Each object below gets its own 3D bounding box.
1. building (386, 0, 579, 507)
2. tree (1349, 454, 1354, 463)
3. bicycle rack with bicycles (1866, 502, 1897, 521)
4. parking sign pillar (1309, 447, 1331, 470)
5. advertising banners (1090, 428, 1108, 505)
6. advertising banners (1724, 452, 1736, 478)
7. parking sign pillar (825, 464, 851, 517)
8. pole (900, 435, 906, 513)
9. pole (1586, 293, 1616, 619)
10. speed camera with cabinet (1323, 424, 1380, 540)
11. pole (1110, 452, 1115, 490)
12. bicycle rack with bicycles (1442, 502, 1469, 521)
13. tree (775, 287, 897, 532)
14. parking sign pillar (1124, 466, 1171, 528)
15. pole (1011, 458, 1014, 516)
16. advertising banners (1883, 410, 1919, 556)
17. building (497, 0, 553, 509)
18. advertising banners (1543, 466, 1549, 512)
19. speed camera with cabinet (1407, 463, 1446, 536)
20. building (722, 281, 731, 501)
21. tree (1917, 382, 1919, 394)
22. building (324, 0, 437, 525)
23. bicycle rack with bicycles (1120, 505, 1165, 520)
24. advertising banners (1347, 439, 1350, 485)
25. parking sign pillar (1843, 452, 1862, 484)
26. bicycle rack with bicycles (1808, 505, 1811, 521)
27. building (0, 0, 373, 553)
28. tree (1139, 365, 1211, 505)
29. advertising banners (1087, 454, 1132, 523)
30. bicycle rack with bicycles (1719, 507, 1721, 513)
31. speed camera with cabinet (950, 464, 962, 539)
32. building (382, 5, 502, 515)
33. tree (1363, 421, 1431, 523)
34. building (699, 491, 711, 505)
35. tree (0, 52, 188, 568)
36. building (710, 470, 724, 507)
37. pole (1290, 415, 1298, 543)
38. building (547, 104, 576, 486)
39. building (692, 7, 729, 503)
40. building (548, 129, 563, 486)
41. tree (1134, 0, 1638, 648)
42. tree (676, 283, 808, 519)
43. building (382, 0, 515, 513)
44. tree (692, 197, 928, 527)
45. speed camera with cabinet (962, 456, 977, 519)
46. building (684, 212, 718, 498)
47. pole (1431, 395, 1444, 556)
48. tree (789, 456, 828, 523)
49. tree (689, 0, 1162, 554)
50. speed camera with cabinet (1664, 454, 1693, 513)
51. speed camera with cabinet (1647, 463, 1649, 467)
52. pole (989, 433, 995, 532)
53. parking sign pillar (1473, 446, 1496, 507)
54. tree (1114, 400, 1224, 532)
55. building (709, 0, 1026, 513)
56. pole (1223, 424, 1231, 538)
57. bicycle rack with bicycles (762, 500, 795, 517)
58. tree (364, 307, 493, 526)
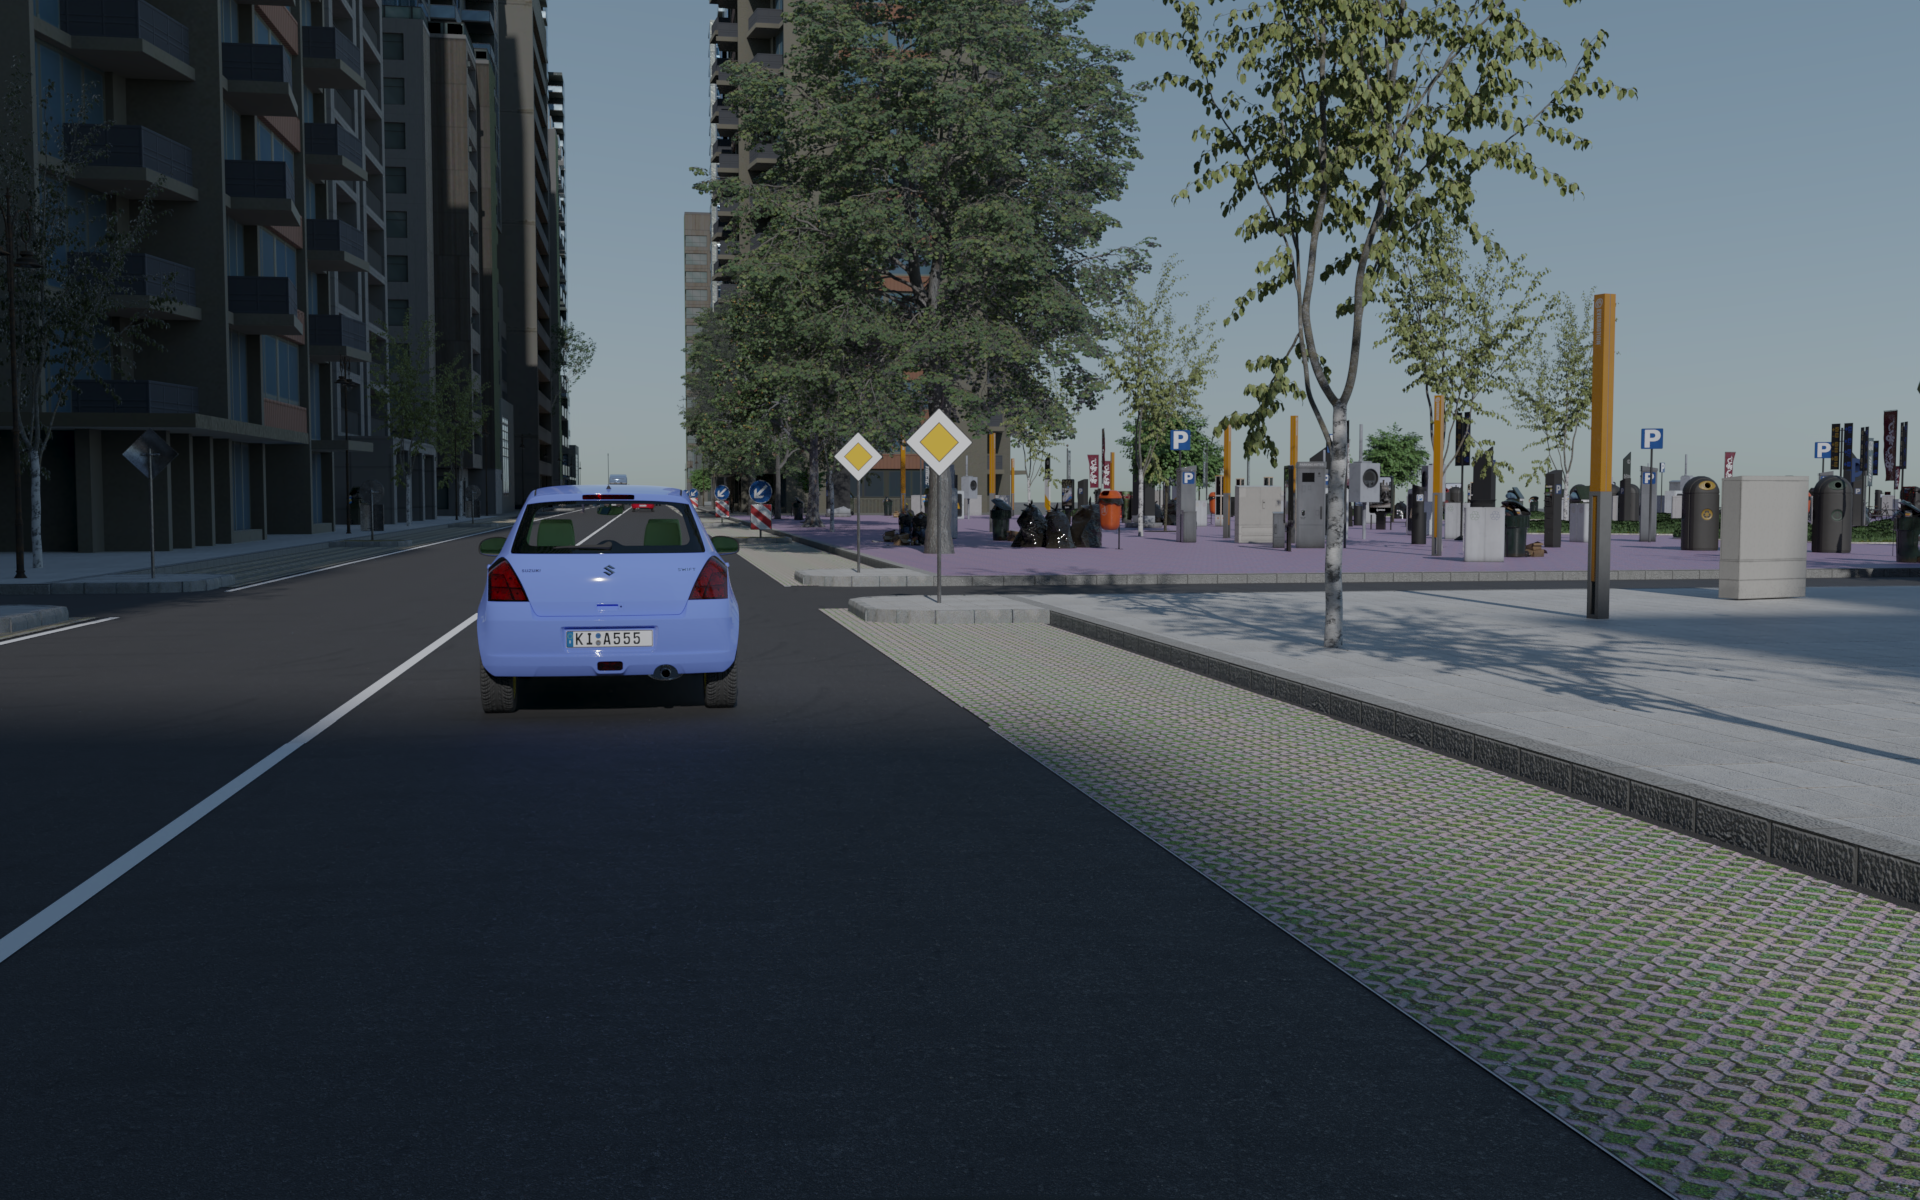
[{"bbox_3d":[-63.928,-56.554,237.322,22.319,86.520,31.000,-1,4,-10],"label":"building"},{"bbox_3d":[18.505,-5.384,82.636,1.663,3.219,1.824,0,3,0],"label":"tree"},{"bbox_3d":[40.053,-3.858,76.461,2.925,0.926,2.852,0,4,0],"label":"bicycle rack with bicycles"},{"bbox_3d":[18.496,-6.108,88.336,1.447,3.967,1.447,2,4,30],"label":"parking sign pillar"},{"bbox_3d":[3.772,-3.102,46.912,0.090,3.025,2.074,0,4,-2],"label":"advertising banners"},{"bbox_3d":[31.073,-4.603,71.440,2.074,3.025,0.090,-1,4,-14],"label":"advertising banners"},{"bbox_3d":[-6.788,-6.603,96.439,1.447,3.967,1.447,-1,4,-17],"label":"parking sign pillar"},{"bbox_3d":[-1.968,-4.029,59.711,0.158,3.312,0.155,0,3,0],"label":"pole"},{"bbox_3d":[6.574,-1.462,17.755,0.158,3.312,0.155,0,3,0],"label":"pole"},{"bbox_3d":[10.793,-3.319,48.609,2.038,3.252,0.660,-2,4,-24],"label":"speed camera with cabinet"},{"bbox_3d":[7.417,-5.535,84.335,0.158,3.312,0.155,0,3,0],"label":"pole"},{"bbox_3d":[23.064,-4.154,81.303,2.925,0.926,2.852,-2,4,-32],"label":"bicycle rack with bicycles"},{"bbox_3d":[-4.243,-6.580,57.943,4.360,8.622,3.978,0,3,0],"label":"tree"},{"bbox_3d":[7.028,-4.757,66.242,1.447,3.967,1.447,-1,4,-16],"label":"parking sign pillar"},{"bbox_3d":[3.012,-6.437,99.087,0.158,3.312,0.155,0,3,0],"label":"pole"},{"bbox_3d":[19.394,-2.397,35.379,0.090,3.025,2.074,0,4,-1],"label":"advertising banners"},{"bbox_3d":[-47.917,-32.407,153.554,21.300,48.544,21.600,-1,4,-10],"label":"building"},{"bbox_3d":[33.430,-6.274,98.770,0.090,3.025,2.074,1,4,14],"label":"advertising banners"},{"bbox_3d":[14.285,-3.593,53.076,0.660,3.252,2.038,0,4,-2],"label":"speed camera with cabinet"},{"bbox_3d":[-13.685,-23.199,150.997,14.160,30.474,14.107,-1,4,-10],"label":"building"},{"bbox_3d":[5.055,-3.414,6.180,4.737,8.622,4.395,0,3,0],"label":"tree"},{"bbox_3d":[-35.742,-39.211,79.358,20.563,71.187,20.611,-1,4,-10],"label":"building"},{"bbox_3d":[9.384,-4.352,84.540,2.925,0.926,2.852,3,5,41],"label":"bicycle rack with bicycles"},{"bbox_3d":[12.018,-3.549,54.210,0.090,3.025,2.074,1,4,23],"label":"advertising banners"},{"bbox_3d":[48.464,-6.453,93.985,1.447,3.967,1.447,-2,4,-34],"label":"parking sign pillar"},{"bbox_3d":[42.042,-4.692,90.089,2.925,0.926,2.852,-1,4,-21],"label":"bicycle rack with bicycles"},{"bbox_3d":[-29.398,-24.066,48.100,22.147,44.769,28.867,-1,4,-10],"label":"building"},{"bbox_3d":[11.679,-8.987,97.305,4.360,8.622,3.978,0,3,0],"label":"tree"},{"bbox_3d":[6.645,-4.912,76.494,2.074,3.025,0.090,0,4,1],"label":"advertising banners"},{"bbox_3d":[38.395,-4.522,87.310,2.925,0.926,2.852,2,4,32],"label":"bicycle rack with bicycles"},{"bbox_3d":[-0.403,-3.422,50.287,0.660,3.252,2.038,0,4,-3],"label":"speed camera with cabinet"},{"bbox_3d":[-36.086,-20.452,106.099,14.160,30.474,14.107,-1,4,-10],"label":"building"},{"bbox_3d":[19.569,-5.776,78.145,4.285,4.588,4.351,0,3,0],"label":"tree"},{"bbox_3d":[-14.795,-31.447,206.042,32.217,40.220,23.993,-1,4,-10],"label":"building"},{"bbox_3d":[-15.878,-4.872,30.016,4.360,8.622,3.978,0,3,0],"label":"tree"},{"bbox_3d":[-13.704,-44.604,167.519,20.563,71.187,20.611,-1,4,-10],"label":"building"},{"bbox_3d":[8.676,-3.132,45.044,0.158,3.312,0.155,0,3,0],"label":"pole"},{"bbox_3d":[-58.979,-35.999,208.192,23.786,49.044,30.456,-1,4,-10],"label":"building"},{"bbox_3d":[-24.340,-56.159,230.870,22.319,86.520,31.000,-1,4,-10],"label":"building"},{"bbox_3d":[-50.760,-30.809,187.316,14.154,41.232,14.086,-1,4,-10],"label":"building"},{"bbox_3d":[3.296,-3.919,14.432,4.737,8.622,4.395,0,3,0],"label":"tree"},{"bbox_3d":[-9.164,-10.848,87.742,12.009,13.543,11.850,0,3,0],"label":"tree"},{"bbox_3d":[-44.269,-49.768,126.379,22.319,86.520,31.000,-1,4,-10],"label":"building"},{"bbox_3d":[-5.597,-9.176,67.039,9.611,12.733,9.660,0,3,0],"label":"tree"},{"bbox_3d":[0.047,-5.756,88.443,0.660,3.252,2.038,3,5,40],"label":"speed camera with cabinet"},{"bbox_3d":[-33.171,-34.859,253.535,14.154,41.232,14.086,-1,4,-10],"label":"building"},{"bbox_3d":[9.884,-2.567,35.820,0.158,3.312,0.155,0,3,0],"label":"pole"},{"bbox_3d":[-6.600,-5.063,77.383,1.663,3.219,1.824,0,3,0],"label":"tree"},{"bbox_3d":[-0.563,-7.971,36.974,9.857,13.997,8.962,0,3,0],"label":"tree"},{"bbox_3d":[35.636,-5.579,85.556,2.038,3.252,0.660,-3,4,-37],"label":"speed camera with cabinet"},{"bbox_3d":[43.461,-7.158,111.362,2.038,3.252,0.660,3,5,44],"label":"speed camera with cabinet"},{"bbox_3d":[1.086,-3.923,57.982,0.158,3.312,0.155,0,3,0],"label":"pole"},{"bbox_3d":[29.766,-6.718,98.312,1.447,3.967,1.447,-2,4,-34],"label":"parking sign pillar"},{"bbox_3d":[6.917,-4.596,58.865,4.285,4.588,4.351,0,3,0],"label":"tree"},{"bbox_3d":[-7.299,-29.070,129.913,22.147,44.769,28.867,-1,4,-10],"label":"building"},{"bbox_3d":[7.725,-3.440,50.082,0.158,3.312,0.155,0,3,0],"label":"pole"},{"bbox_3d":[-10.204,-5.227,98.851,2.852,0.926,2.925,0,4,-7],"label":"bicycle rack with bicycles"},{"bbox_3d":[-21.936,-7.270,69.227,4.737,8.622,4.395,0,3,0],"label":"tree"}]
